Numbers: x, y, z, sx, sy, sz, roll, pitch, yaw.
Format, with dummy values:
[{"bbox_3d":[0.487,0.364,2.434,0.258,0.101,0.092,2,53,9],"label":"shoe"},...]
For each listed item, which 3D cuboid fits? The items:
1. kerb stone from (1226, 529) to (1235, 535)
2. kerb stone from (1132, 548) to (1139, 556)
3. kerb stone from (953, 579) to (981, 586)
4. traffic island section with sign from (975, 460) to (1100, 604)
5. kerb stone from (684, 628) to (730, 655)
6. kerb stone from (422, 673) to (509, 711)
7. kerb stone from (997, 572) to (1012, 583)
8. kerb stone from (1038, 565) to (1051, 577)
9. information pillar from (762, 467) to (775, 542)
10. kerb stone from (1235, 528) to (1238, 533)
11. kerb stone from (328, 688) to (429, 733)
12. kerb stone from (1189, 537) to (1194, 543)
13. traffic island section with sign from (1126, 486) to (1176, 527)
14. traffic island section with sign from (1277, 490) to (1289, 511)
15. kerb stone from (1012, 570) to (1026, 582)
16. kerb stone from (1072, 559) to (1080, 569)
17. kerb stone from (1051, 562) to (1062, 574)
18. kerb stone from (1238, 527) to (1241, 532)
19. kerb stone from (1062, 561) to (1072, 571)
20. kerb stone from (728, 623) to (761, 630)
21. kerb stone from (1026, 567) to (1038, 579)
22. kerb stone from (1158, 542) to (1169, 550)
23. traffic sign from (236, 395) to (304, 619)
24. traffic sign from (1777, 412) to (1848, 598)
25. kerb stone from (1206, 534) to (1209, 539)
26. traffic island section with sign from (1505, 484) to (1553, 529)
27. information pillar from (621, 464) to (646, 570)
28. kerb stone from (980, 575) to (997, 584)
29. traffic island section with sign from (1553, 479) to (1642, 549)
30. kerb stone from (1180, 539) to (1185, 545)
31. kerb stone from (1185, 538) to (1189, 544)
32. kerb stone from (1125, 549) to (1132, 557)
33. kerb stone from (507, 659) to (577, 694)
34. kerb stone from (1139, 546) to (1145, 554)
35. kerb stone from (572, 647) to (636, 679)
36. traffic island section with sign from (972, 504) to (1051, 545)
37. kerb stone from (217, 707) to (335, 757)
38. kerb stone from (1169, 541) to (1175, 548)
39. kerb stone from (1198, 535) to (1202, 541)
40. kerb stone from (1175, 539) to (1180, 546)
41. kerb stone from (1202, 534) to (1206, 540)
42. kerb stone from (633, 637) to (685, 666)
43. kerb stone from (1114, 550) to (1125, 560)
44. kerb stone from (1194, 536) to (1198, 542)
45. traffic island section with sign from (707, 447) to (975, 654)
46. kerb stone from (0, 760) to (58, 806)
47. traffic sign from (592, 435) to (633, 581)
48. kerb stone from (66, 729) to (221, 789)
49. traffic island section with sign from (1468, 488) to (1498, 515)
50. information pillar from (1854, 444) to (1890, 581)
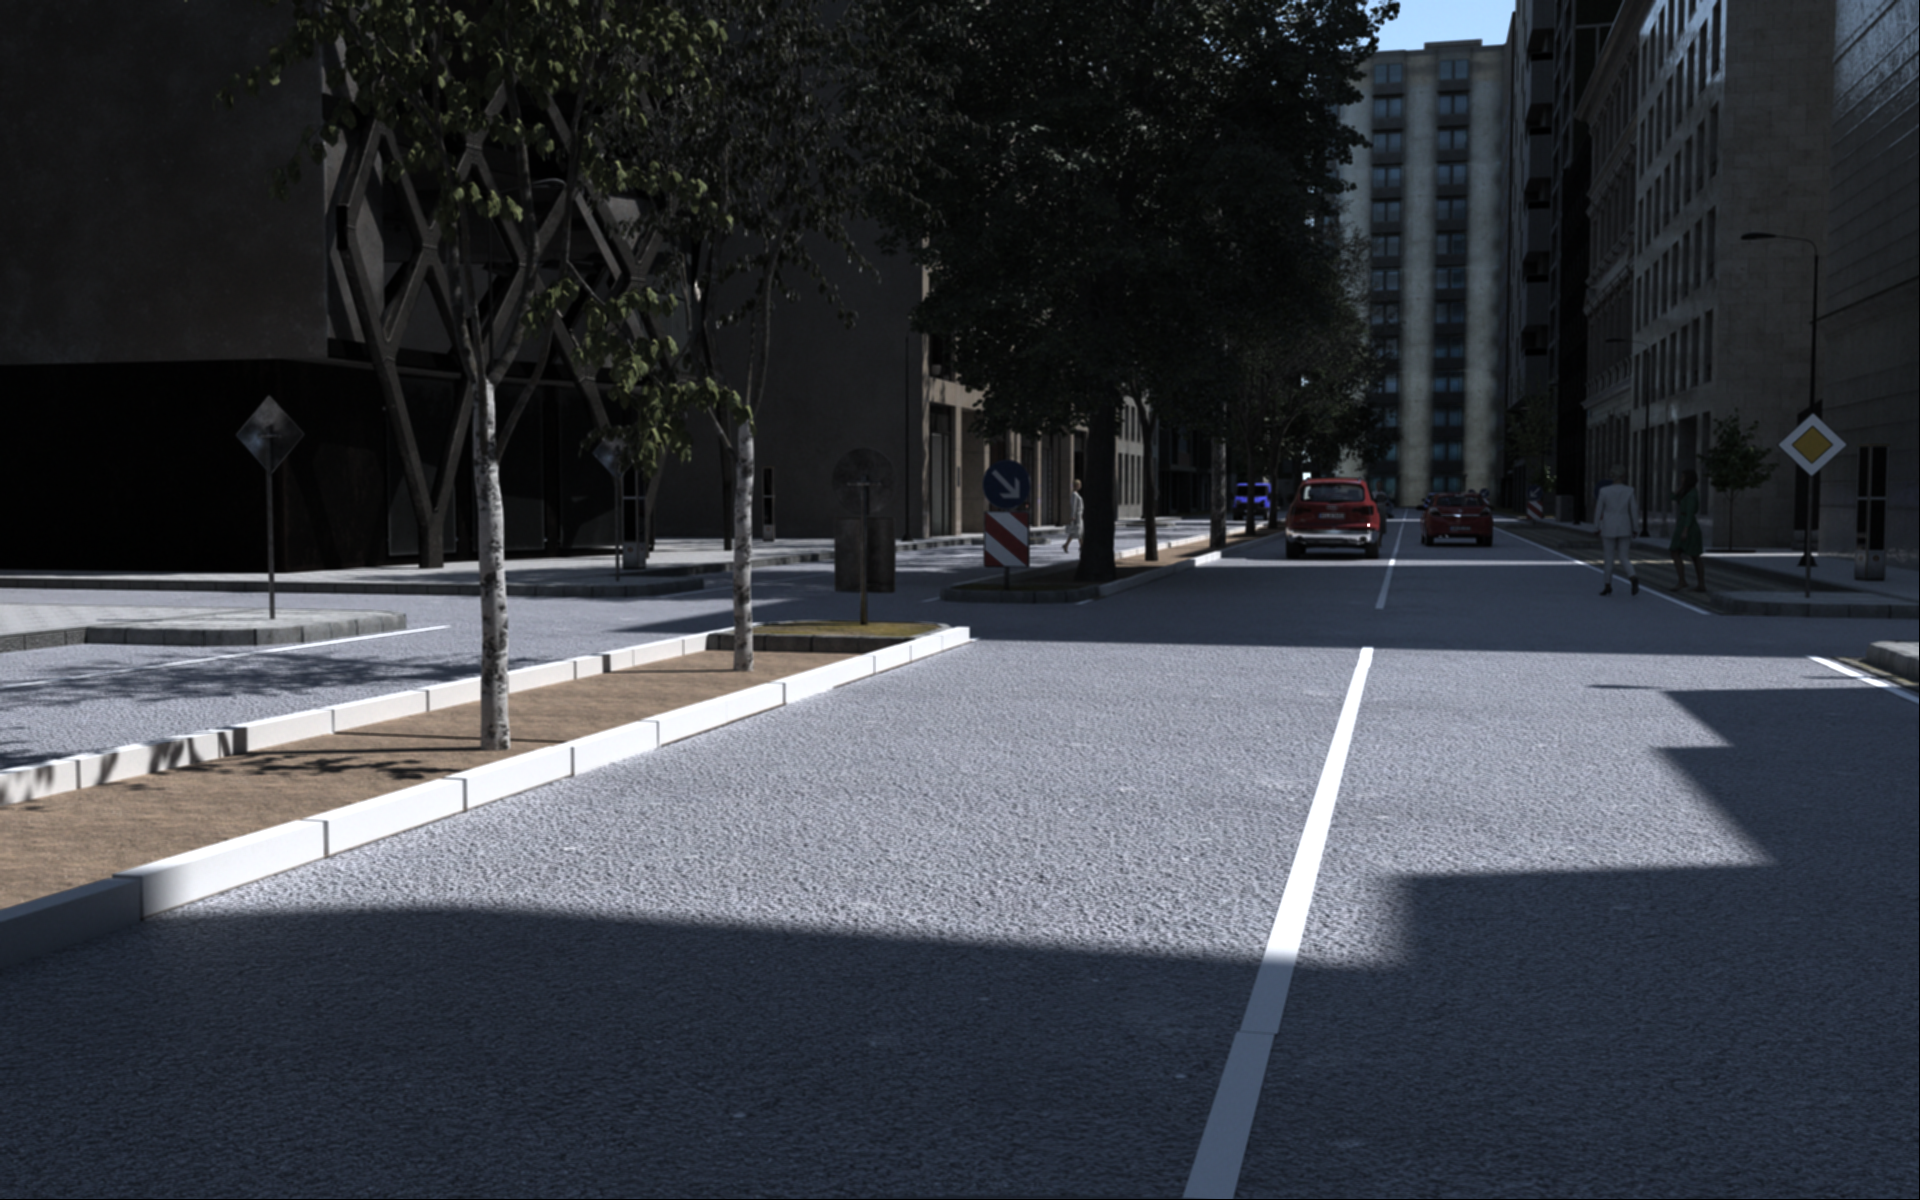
[{"bbox_3d":[9.655,-2.430,61.971,0.120,0.150,1.000,1,4,15],"label":"kerb stone"},{"bbox_3d":[3.957,-1.096,40.111,0.120,0.150,1.000,1,4,15],"label":"kerb stone"},{"bbox_3d":[0.083,-0.180,25.233,0.120,0.150,1.000,1,4,15],"label":"kerb stone"},{"bbox_3d":[0.779,-0.947,23.625,2.006,1.907,1.989,1,4,15],"label":"traffic island section with sign"},{"bbox_3d":[-2.371,0.391,15.803,0.120,0.150,1.000,1,4,15],"label":"kerb stone"},{"bbox_3d":[-3.409,0.633,11.843,0.120,0.150,1.000,1,4,15],"label":"kerb stone"},{"bbox_3d":[0.600,-0.307,27.216,0.120,0.150,1.000,1,4,15],"label":"kerb stone"},{"bbox_3d":[1.379,-0.489,30.192,0.120,0.150,1.000,1,4,15],"label":"kerb stone"},{"bbox_3d":[-5.168,-2.586,46.773,0.304,2.012,0.304,0,3,0],"label":"information pillar"},{"bbox_3d":[9.910,-2.490,62.962,0.120,0.150,1.000,1,4,15],"label":"kerb stone"},{"bbox_3d":[-3.673,0.699,10.855,0.120,0.150,1.000,1,4,15],"label":"kerb stone"},{"bbox_3d":[6.554,-1.701,50.037,0.120,0.150,1.000,1,4,15],"label":"kerb stone"},{"bbox_3d":[8.383,-4.105,75.744,1.989,1.847,2.006,1,4,15],"label":"traffic island section with sign"},{"bbox_3d":[27.840,-8.672,150.411,1.989,1.847,2.006,1,4,15],"label":"traffic island section with sign"},{"bbox_3d":[0.861,-0.367,28.204,0.120,0.150,1.000,1,4,15],"label":"kerb stone"},{"bbox_3d":[2.146,-0.671,33.167,0.120,0.150,1.000,1,4,15],"label":"kerb stone"},{"bbox_3d":[1.640,-0.547,31.180,0.120,0.150,1.000,1,4,15],"label":"kerb stone"},{"bbox_3d":[10.175,-2.552,63.955,0.120,0.150,1.000,1,4,15],"label":"kerb stone"},{"bbox_3d":[1.889,-0.611,32.177,0.120,0.150,1.000,1,4,15],"label":"kerb stone"},{"bbox_3d":[-2.116,0.333,16.793,0.120,0.150,1.000,1,4,15],"label":"kerb stone"},{"bbox_3d":[1.116,-0.427,29.194,0.120,0.150,1.000,1,4,15],"label":"kerb stone"},{"bbox_3d":[5.253,-1.400,45.083,0.120,0.150,1.000,1,4,15],"label":"kerb stone"},{"bbox_3d":[-7.049,-0.860,17.699,0.795,2.450,0.064,1,4,15],"label":"traffic sign"},{"bbox_3d":[10.488,-1.085,21.376,0.795,2.450,0.064,1,4,15],"label":"traffic sign"},{"bbox_3d":[7.581,-1.946,54.020,0.120,0.150,1.000,1,4,15],"label":"kerb stone"},{"bbox_3d":[23.644,-3.861,71.760,1.989,1.847,2.006,1,4,15],"label":"traffic island section with sign"},{"bbox_3d":[-5.551,-1.527,29.455,0.304,2.012,0.304,1,4,16],"label":"information pillar"},{"bbox_3d":[0.341,-0.245,26.223,0.120,0.150,1.000,1,4,15],"label":"kerb stone"},{"bbox_3d":[16.848,-2.266,45.672,1.989,1.847,2.006,1,4,15],"label":"traffic island section with sign"},{"bbox_3d":[6.038,-1.579,48.058,0.120,0.150,1.000,1,4,15],"label":"kerb stone"},{"bbox_3d":[6.291,-1.642,49.048,0.120,0.150,1.000,1,4,15],"label":"kerb stone"},{"bbox_3d":[3.700,-1.031,39.116,0.120,0.150,1.000,1,4,15],"label":"kerb stone"},{"bbox_3d":[-3.148,0.575,12.831,0.120,0.150,1.000,1,4,15],"label":"kerb stone"},{"bbox_3d":[4.228,-1.156,41.097,0.120,0.150,1.000,1,4,15],"label":"kerb stone"},{"bbox_3d":[-2.883,0.512,13.821,0.120,0.150,1.000,1,4,15],"label":"kerb stone"},{"bbox_3d":[1.530,-2.497,49.451,1.989,1.847,2.006,1,4,15],"label":"traffic island section with sign"},{"bbox_3d":[-3.926,0.759,9.851,0.120,0.150,1.000,1,4,15],"label":"kerb stone"},{"bbox_3d":[5.528,-1.460,46.072,0.120,0.150,1.000,1,4,15],"label":"kerb stone"},{"bbox_3d":[7.062,-1.824,52.024,0.120,0.150,1.000,1,4,15],"label":"kerb stone"},{"bbox_3d":[5.775,-1.521,47.065,0.120,0.150,1.000,1,4,15],"label":"kerb stone"},{"bbox_3d":[7.326,-1.885,53.019,0.120,0.150,1.000,1,4,15],"label":"kerb stone"},{"bbox_3d":[-2.630,0.452,14.812,0.120,0.150,1.000,1,4,15],"label":"kerb stone"},{"bbox_3d":[3.444,-0.972,38.126,0.120,0.150,1.000,1,4,15],"label":"kerb stone"},{"bbox_3d":[6.812,-1.764,51.033,0.120,0.150,1.000,1,4,15],"label":"kerb stone"},{"bbox_3d":[-1.098,-0.509,16.459,2.006,1.907,1.989,1,4,15],"label":"traffic island section with sign"},{"bbox_3d":[-4.439,0.876,7.870,0.120,0.150,1.000,1,4,15],"label":"kerb stone"},{"bbox_3d":[-5.035,-1.332,25.427,0.795,2.450,0.064,1,4,15],"label":"traffic sign"},{"bbox_3d":[-4.179,0.816,8.861,0.120,0.150,1.000,1,4,15],"label":"kerb stone"},{"bbox_3d":[36.269,-6.827,120.242,1.989,1.847,2.006,1,4,15],"label":"traffic island section with sign"},{"bbox_3d":[13.500,-1.294,25.648,0.304,2.012,0.304,0,4,-5],"label":"information pillar"}]
